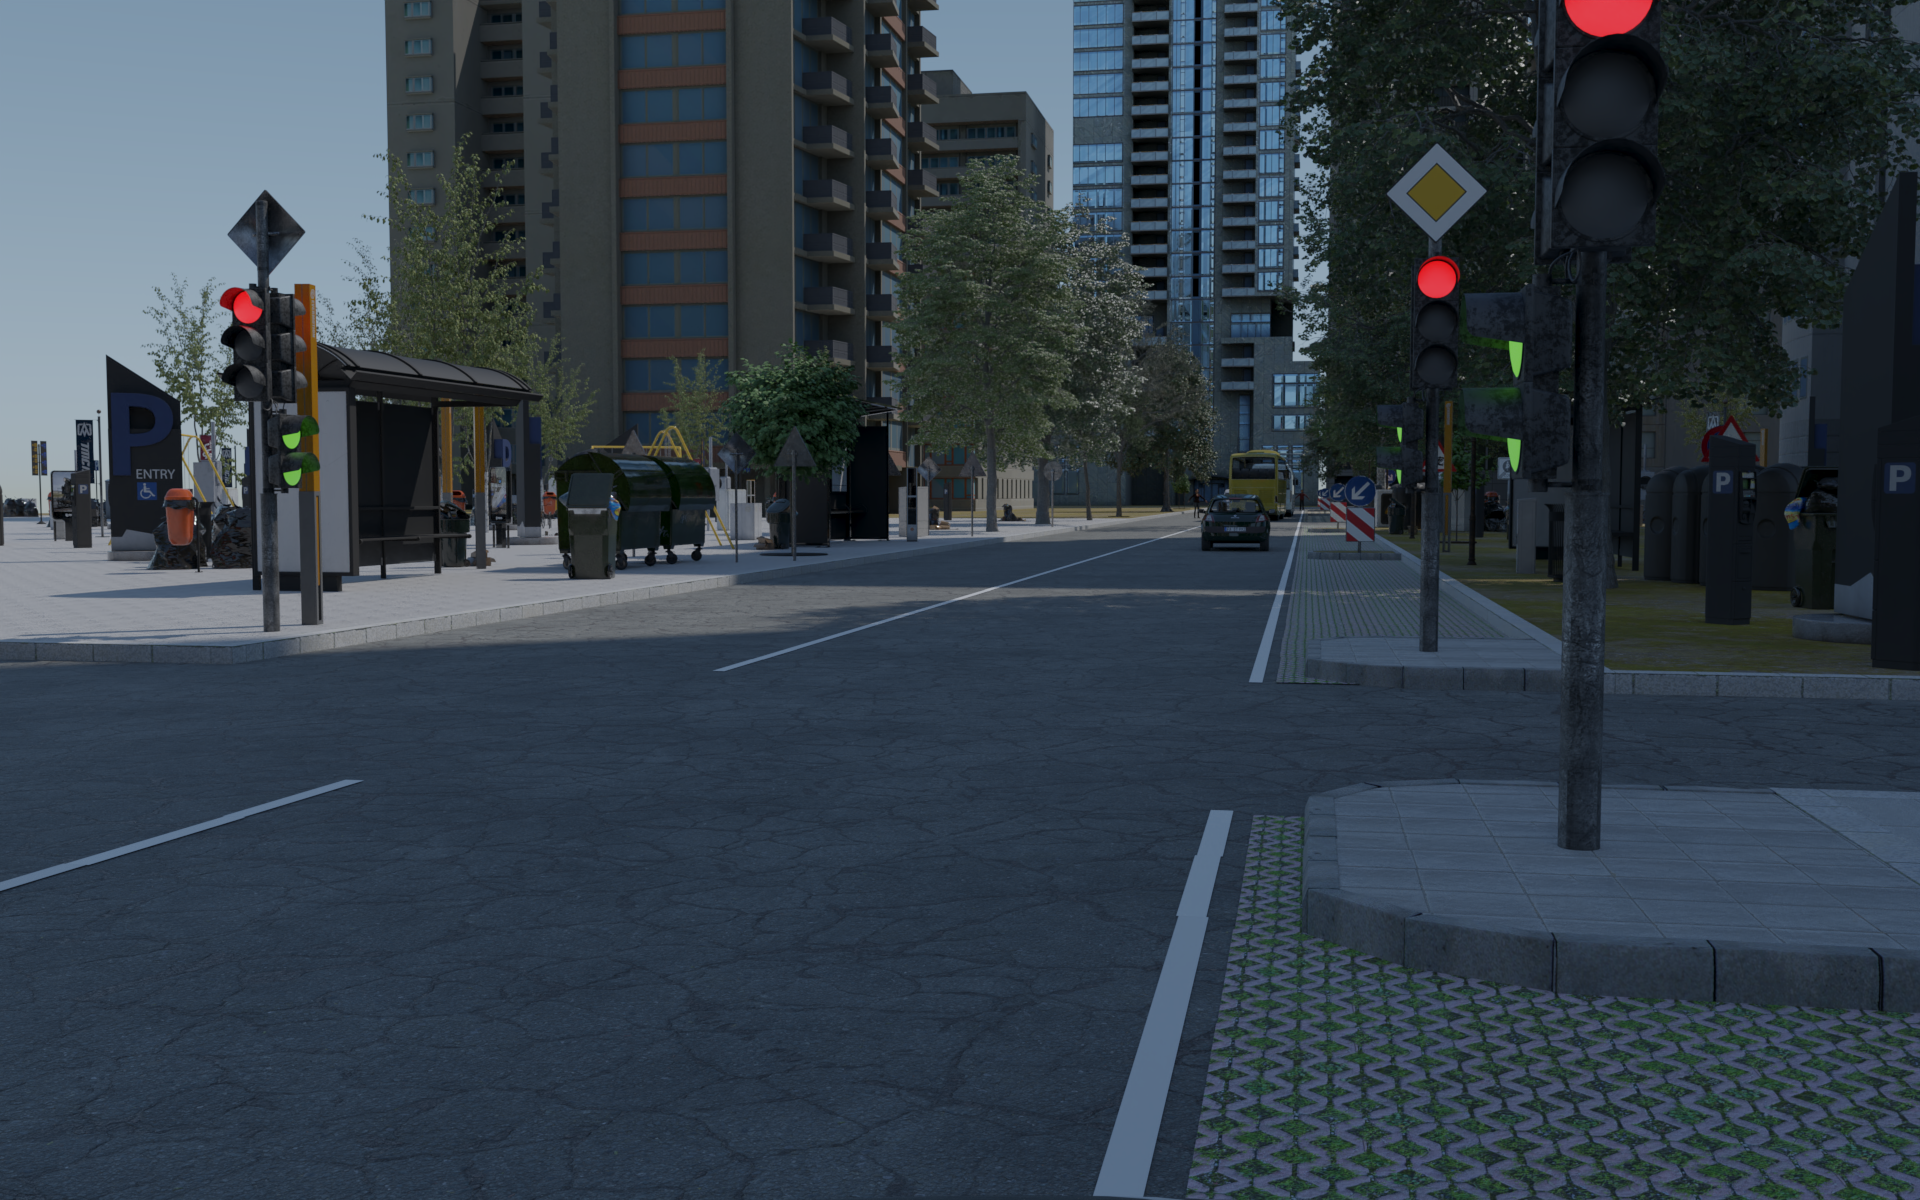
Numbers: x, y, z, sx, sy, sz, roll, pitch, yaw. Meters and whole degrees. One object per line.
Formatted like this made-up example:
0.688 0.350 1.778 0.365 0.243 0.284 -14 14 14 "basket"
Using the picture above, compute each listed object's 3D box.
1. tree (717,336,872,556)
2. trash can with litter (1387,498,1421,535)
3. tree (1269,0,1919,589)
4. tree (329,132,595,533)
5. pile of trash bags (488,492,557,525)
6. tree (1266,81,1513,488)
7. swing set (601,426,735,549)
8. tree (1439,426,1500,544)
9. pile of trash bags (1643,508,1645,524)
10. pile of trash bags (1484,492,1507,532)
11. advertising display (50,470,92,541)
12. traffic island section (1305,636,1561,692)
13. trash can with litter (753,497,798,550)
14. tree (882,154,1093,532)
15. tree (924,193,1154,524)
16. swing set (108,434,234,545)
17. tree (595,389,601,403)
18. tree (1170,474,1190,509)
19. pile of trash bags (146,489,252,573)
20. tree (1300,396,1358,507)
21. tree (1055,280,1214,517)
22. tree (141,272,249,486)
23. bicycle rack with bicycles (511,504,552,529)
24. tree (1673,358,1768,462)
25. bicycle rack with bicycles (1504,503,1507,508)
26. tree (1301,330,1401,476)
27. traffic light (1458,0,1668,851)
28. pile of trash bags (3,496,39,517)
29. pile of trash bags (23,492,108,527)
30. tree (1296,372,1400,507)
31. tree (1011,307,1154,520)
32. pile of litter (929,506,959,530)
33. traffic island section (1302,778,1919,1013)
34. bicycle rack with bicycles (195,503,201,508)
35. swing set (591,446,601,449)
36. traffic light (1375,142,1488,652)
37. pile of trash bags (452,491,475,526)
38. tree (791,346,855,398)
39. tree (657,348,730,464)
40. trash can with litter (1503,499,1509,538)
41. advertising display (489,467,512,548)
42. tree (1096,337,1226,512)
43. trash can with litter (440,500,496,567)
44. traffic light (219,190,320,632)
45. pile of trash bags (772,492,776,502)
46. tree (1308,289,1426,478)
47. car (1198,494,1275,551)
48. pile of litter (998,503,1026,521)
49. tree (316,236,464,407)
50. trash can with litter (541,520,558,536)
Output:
-3.431 -3.216 36.294 4.285 4.588 4.351 0 3 0 "tree"
14.087 -2.661 54.898 1.055 1.170 0.624 1 4 21 "trash can with litter"
8.674 -7.131 23.240 9.857 13.997 8.962 0 3 0 "tree"
-10.721 -5.242 36.067 4.737 8.622 4.395 0 3 0 "tree"
-18.147 -3.719 70.564 3.447 1.369 1.912 -2 4 -26 "pile of trash bags"
19.843 -13.543 77.311 12.611 20.169 13.585 0 3 0 "tree"
-7.000 -2.682 41.465 2.862 2.851 3.119 -1 4 -14 "swing set"
12.906 -3.089 45.115 1.663 3.219 1.824 0 3 0 "tree"
29.698 -3.960 74.499 3.447 1.369 1.912 1 4 15 "pile of trash bags"
18.800 -3.043 59.501 1.912 1.369 3.447 0 4 -7 "pile of trash bags"
-24.252 -2.572 47.265 0.974 1.923 0.123 -3 4 -38 "advertising display"
3.842 0.499 14.123 2.009 0.180 2.903 1 4 11 "traffic island section"
-4.271 -1.752 40.031 0.624 1.170 1.055 2 4 30 "trash can with litter"
0.843 -8.573 58.292 7.486 12.596 7.792 0 3 0 "tree"
3.437 -10.216 73.681 9.857 13.997 8.962 0 3 0 "tree"
-20.137 -2.882 44.737 2.862 2.851 3.119 -1 4 -10 "swing set"
-18.623 -7.804 77.957 4.737 8.622 4.395 0 3 0 "tree"
18.867 -9.493 149.804 1.663 3.219 1.824 0 3 0 "tree"
-12.977 -1.218 29.667 1.912 1.369 3.447 -1 4 -11 "pile of trash bags"
35.059 -14.861 153.348 12.009 13.543 11.850 0 3 0 "tree"
8.911 -11.405 96.848 12.009 13.543 11.850 0 3 0 "tree"
-25.284 -6.595 58.193 4.737 8.622 4.395 0 3 0 "tree"
-16.364 -3.139 64.700 2.852 0.926 2.925 -1 4 -10 "bicycle rack with bicycles"
36.074 -8.054 82.052 4.737 8.622 4.395 0 3 0 "tree"
26.545 -4.256 82.970 2.925 0.926 2.852 2 4 26 "bicycle rack with bicycles"
24.206 -10.844 103.061 9.928 11.665 9.643 0 3 0 "tree"
2.233 -1.056 6.187 0.839 4.253 0.868 1 4 11 "traffic light"
-52.989 -5.259 95.739 1.912 1.369 3.447 3 5 43 "pile of trash bags"
-34.400 -3.501 66.989 1.912 1.369 3.447 0 4 -7 "pile of trash bags"
28.652 -12.596 122.952 9.611 12.733 9.660 0 3 0 "tree"
6.052 -9.183 84.553 7.601 10.594 8.767 2 4 31 "tree"
-0.841 -2.963 62.405 1.719 0.858 1.176 0 4 -3 "pile of litter"
2.270 0.978 6.293 2.009 0.180 2.903 1 4 11 "traffic island section"
-30.324 -3.339 67.974 2.925 0.926 2.852 2 4 30 "bicycle rack with bicycles"
-10.702 -3.612 56.680 3.119 2.851 2.862 -1 4 -14 "swing set"
3.805 -1.535 14.017 0.839 4.253 0.868 1 4 11 "traffic light"
-14.096 -2.053 43.324 3.447 1.369 1.912 -2 4 -24 "pile of trash bags"
-7.254 -8.240 85.091 4.737 8.622 4.395 0 3 0 "tree"
-13.605 -8.421 88.048 4.737 8.622 4.395 0 3 0 "tree"
15.204 -2.151 46.558 1.055 1.170 0.624 0 4 -4 "trash can with litter"
-10.936 -2.203 41.226 0.123 1.923 0.974 -3 4 -38 "advertising display"
14.975 -12.769 125.775 9.611 12.733 9.660 0 3 0 "tree"
-8.796 -1.177 30.632 0.624 1.170 1.055 3 5 39 "trash can with litter"
-6.407 -1.659 16.043 0.839 4.253 0.868 1 4 11 "traffic light"
-5.250 -3.312 63.910 3.447 1.369 1.912 1 4 9 "pile of trash bags"
22.772 -10.732 93.603 7.486 12.596 7.792 0 3 0 "tree"
7.163 -2.149 44.917 2.009 1.686 4.222 1 4 10 "car"
2.428 -4.152 81.856 1.176 0.858 1.719 -1 4 -22 "pile of litter"
-16.067 -6.011 48.637 4.360 8.622 3.978 0 3 0 "tree"
-12.126 -2.600 53.570 2.233 1.210 1.678 -1 4 -14 "trash can with litter"
